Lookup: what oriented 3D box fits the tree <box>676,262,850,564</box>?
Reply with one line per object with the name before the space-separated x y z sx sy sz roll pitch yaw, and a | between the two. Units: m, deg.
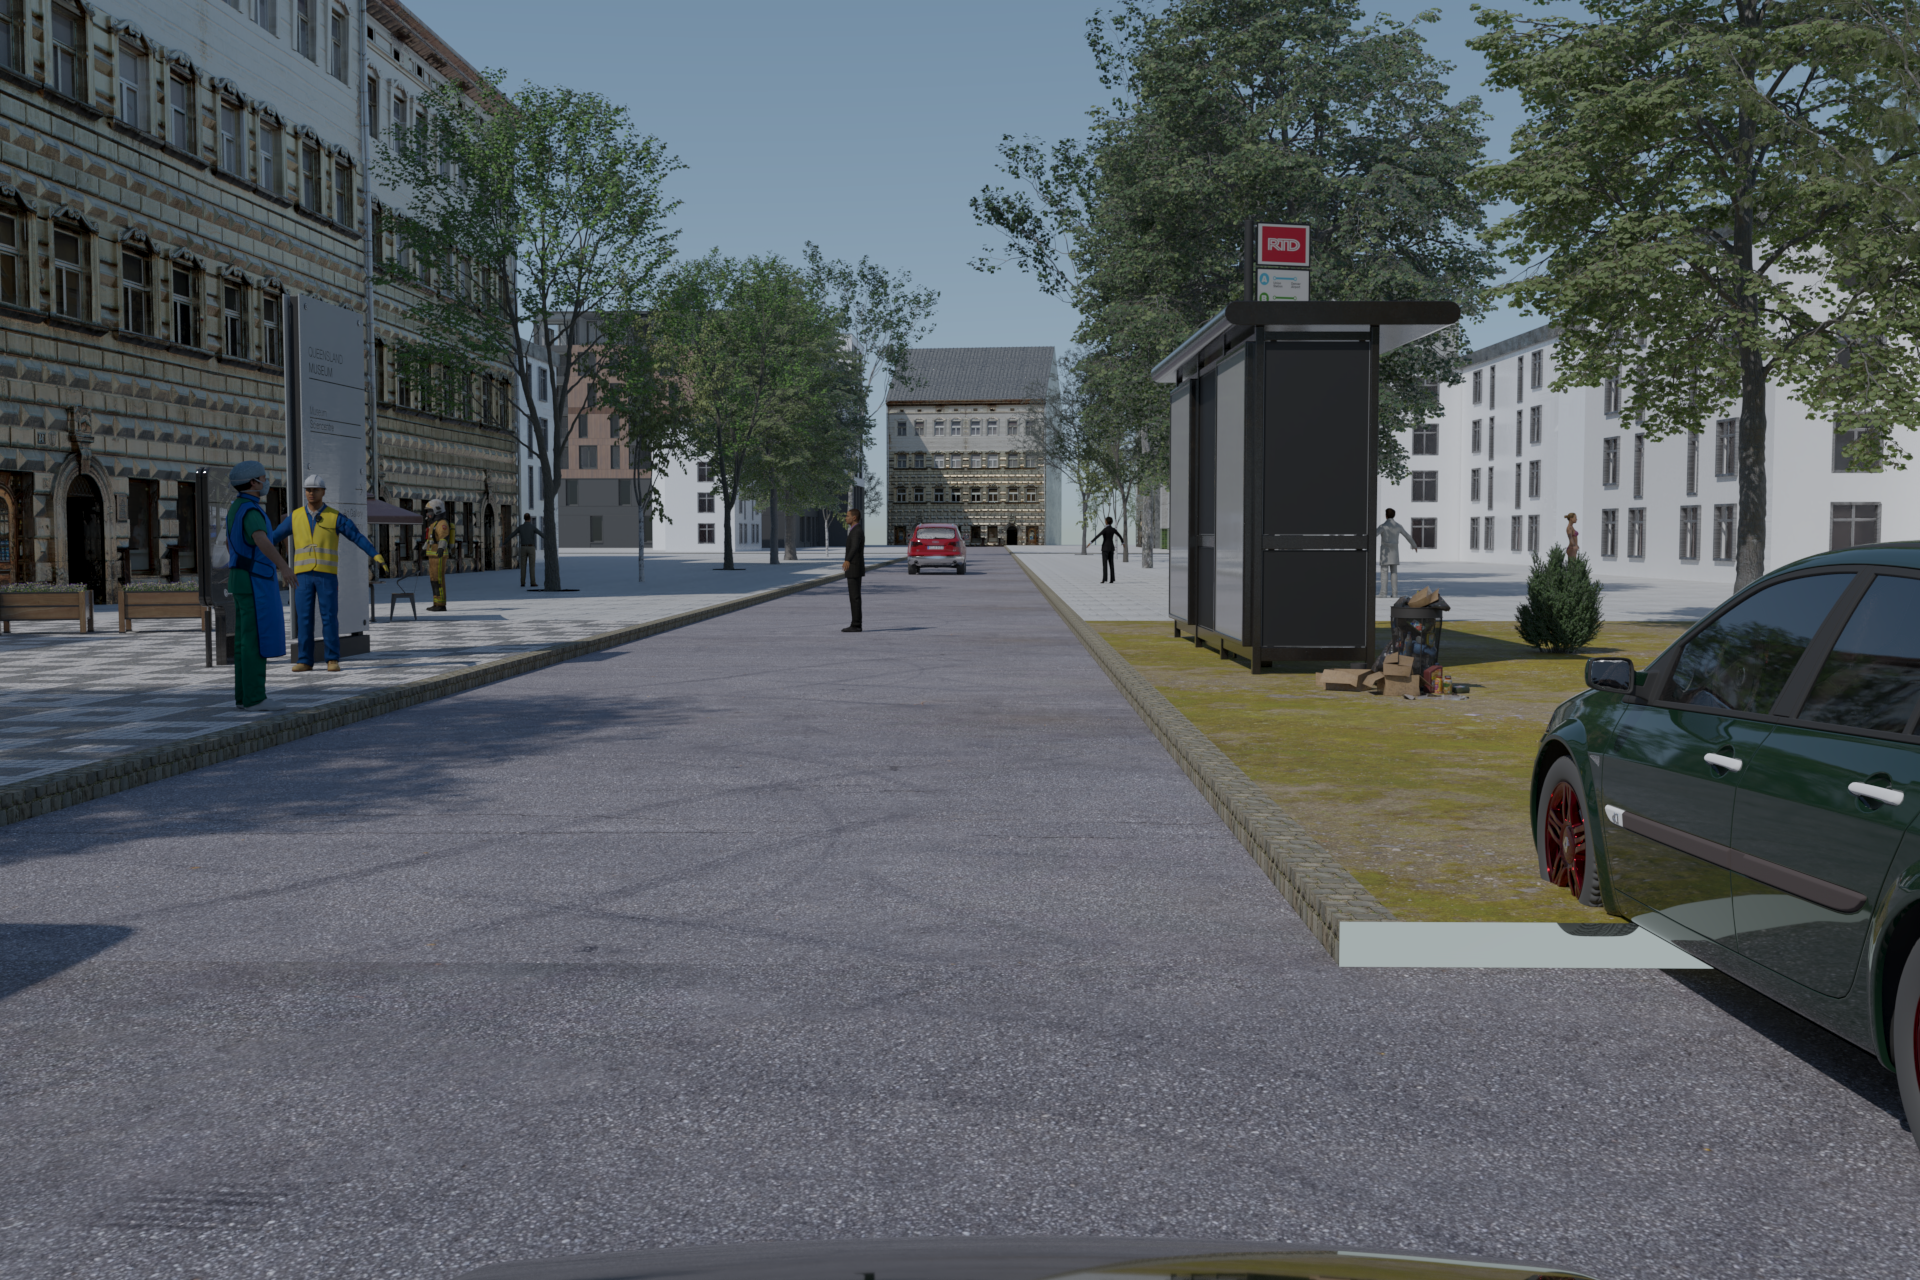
tree | -8.228 -9.457 72.756 7.486 12.596 7.792 0 3 0

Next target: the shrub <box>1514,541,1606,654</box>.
shrub | 6.476 -0.465 18.715 1.383 1.207 1.383 0 3 0

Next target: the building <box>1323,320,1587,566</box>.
building | 24.413 -8.559 82.091 9.099 9.664 28.070 0 4 1

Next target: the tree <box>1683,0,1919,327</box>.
tree | 8.165 -3.800 12.497 4.360 8.622 3.978 0 3 0

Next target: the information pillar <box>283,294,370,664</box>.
information pillar | -6.501 -1.622 17.828 0.184 3.620 1.656 0 4 2

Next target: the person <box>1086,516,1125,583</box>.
person | 3.807 -2.342 45.015 1.216 1.740 0.721 -2 4 -32

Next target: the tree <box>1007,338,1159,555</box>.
tree | 7.652 -11.917 105.215 12.009 13.543 11.850 0 3 0

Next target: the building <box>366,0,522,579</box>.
building | -25.537 -13.643 53.993 19.493 23.208 18.063 0 4 1

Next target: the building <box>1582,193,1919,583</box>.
building | 24.520 -6.144 42.596 9.099 9.664 28.070 0 4 1

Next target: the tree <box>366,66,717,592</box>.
tree | -9.163 -6.897 38.516 9.928 11.665 9.643 0 3 0

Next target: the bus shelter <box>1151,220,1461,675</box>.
bus shelter | 3.453 -2.585 19.903 2.179 5.291 8.768 0 3 0

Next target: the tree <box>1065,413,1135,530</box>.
tree | 7.955 -8.855 95.136 4.737 8.622 4.395 0 3 0

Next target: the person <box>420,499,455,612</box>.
person | -8.690 -1.403 28.710 0.705 1.858 1.354 -2 4 -29

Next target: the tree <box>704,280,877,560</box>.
tree | -8.256 -10.872 84.415 9.857 13.997 8.962 0 3 0

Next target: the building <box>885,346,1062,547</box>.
building | 2.038 -22.583 202.623 18.063 23.208 19.493 1 4 9

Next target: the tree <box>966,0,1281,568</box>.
tree | 5.825 -12.692 63.397 12.611 20.169 13.585 0 3 0

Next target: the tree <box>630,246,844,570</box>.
tree | -8.142 -8.299 61.448 9.928 11.665 9.643 0 3 0

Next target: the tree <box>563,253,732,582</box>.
tree | -8.309 -5.866 46.270 4.737 8.622 4.395 0 3 0

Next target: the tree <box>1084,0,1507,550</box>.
tree | 7.003 -7.913 36.027 9.857 13.997 8.962 0 3 0

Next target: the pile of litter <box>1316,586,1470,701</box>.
pile of litter | 3.526 -0.012 14.157 1.176 0.858 1.719 0 4 2

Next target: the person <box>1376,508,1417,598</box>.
person | 8.614 -1.750 34.806 1.347 1.806 0.705 -1 4 -14

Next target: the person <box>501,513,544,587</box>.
person | -10.527 -2.198 42.206 1.348 1.796 0.705 0 4 0

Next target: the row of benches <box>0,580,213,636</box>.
row of benches | -11.706 -0.419 22.319 4.104 0.672 1.422 -1 4 -18

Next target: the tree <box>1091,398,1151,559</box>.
tree | 7.722 -8.386 87.466 4.360 8.622 3.978 0 3 0

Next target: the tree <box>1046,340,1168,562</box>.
tree | 7.687 -8.809 78.446 8.767 10.594 7.601 2 4 27

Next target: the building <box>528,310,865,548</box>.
building | -24.983 -20.232 174.760 27.936 21.610 32.646 0 4 2

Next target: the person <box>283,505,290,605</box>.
person | -12.103 -1.555 31.575 0.704 1.843 1.345 0 4 -5

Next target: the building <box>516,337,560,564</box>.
building | -23.197 -8.488 80.919 9.099 9.664 28.070 0 4 1

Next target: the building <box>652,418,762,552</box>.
building | -20.334 -12.036 138.944 9.099 9.664 28.070 0 4 1

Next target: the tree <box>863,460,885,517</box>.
tree | -11.993 -16.129 198.123 7.601 10.594 8.767 0 4 5

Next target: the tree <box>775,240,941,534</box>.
tree | -7.458 -15.641 111.620 12.611 20.169 13.585 0 3 0

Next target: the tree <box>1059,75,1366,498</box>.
tree | 7.221 -8.630 47.758 9.857 13.997 8.962 0 3 0

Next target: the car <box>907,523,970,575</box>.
car | -0.803 -3.296 62.569 2.281 1.827 5.304 0 4 1

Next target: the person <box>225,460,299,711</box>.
person | -5.137 -0.399 12.644 0.704 1.817 1.347 -3 4 -37

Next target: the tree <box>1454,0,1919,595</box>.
tree | 9.924 -6.375 22.350 7.486 12.596 7.792 0 3 0

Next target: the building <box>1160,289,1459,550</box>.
building | 24.846 -16.118 129.979 16.747 18.905 31.486 0 4 2

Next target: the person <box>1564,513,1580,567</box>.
person | 12.916 -1.807 36.344 0.721 1.733 1.217 1 4 21

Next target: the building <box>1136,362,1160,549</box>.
building | 26.351 -20.109 159.718 19.493 23.208 18.063 0 4 1

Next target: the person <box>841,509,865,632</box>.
person | -1.573 -1.022 25.387 0.704 1.802 1.346 0 4 0

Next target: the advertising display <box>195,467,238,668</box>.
advertising display | -7.205 -0.723 17.033 0.123 1.923 0.974 0 4 3

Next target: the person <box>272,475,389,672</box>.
person | -6.017 -0.625 16.180 1.349 1.833 0.705 0 4 -7

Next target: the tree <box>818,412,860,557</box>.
tree | -7.508 -8.998 97.479 4.737 8.622 4.395 0 3 0

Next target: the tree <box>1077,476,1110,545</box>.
tree | 16.118 -15.431 202.663 4.360 8.622 3.978 0 3 0

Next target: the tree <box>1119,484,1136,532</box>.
tree | 20.985 -15.314 200.746 4.360 8.622 3.978 0 3 0

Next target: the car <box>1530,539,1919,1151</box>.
car | 2.975 0.296 4.948 2.009 1.686 4.222 0 4 1

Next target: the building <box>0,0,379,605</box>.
building | -24.566 -12.511 35.476 19.493 23.208 18.063 0 4 1
